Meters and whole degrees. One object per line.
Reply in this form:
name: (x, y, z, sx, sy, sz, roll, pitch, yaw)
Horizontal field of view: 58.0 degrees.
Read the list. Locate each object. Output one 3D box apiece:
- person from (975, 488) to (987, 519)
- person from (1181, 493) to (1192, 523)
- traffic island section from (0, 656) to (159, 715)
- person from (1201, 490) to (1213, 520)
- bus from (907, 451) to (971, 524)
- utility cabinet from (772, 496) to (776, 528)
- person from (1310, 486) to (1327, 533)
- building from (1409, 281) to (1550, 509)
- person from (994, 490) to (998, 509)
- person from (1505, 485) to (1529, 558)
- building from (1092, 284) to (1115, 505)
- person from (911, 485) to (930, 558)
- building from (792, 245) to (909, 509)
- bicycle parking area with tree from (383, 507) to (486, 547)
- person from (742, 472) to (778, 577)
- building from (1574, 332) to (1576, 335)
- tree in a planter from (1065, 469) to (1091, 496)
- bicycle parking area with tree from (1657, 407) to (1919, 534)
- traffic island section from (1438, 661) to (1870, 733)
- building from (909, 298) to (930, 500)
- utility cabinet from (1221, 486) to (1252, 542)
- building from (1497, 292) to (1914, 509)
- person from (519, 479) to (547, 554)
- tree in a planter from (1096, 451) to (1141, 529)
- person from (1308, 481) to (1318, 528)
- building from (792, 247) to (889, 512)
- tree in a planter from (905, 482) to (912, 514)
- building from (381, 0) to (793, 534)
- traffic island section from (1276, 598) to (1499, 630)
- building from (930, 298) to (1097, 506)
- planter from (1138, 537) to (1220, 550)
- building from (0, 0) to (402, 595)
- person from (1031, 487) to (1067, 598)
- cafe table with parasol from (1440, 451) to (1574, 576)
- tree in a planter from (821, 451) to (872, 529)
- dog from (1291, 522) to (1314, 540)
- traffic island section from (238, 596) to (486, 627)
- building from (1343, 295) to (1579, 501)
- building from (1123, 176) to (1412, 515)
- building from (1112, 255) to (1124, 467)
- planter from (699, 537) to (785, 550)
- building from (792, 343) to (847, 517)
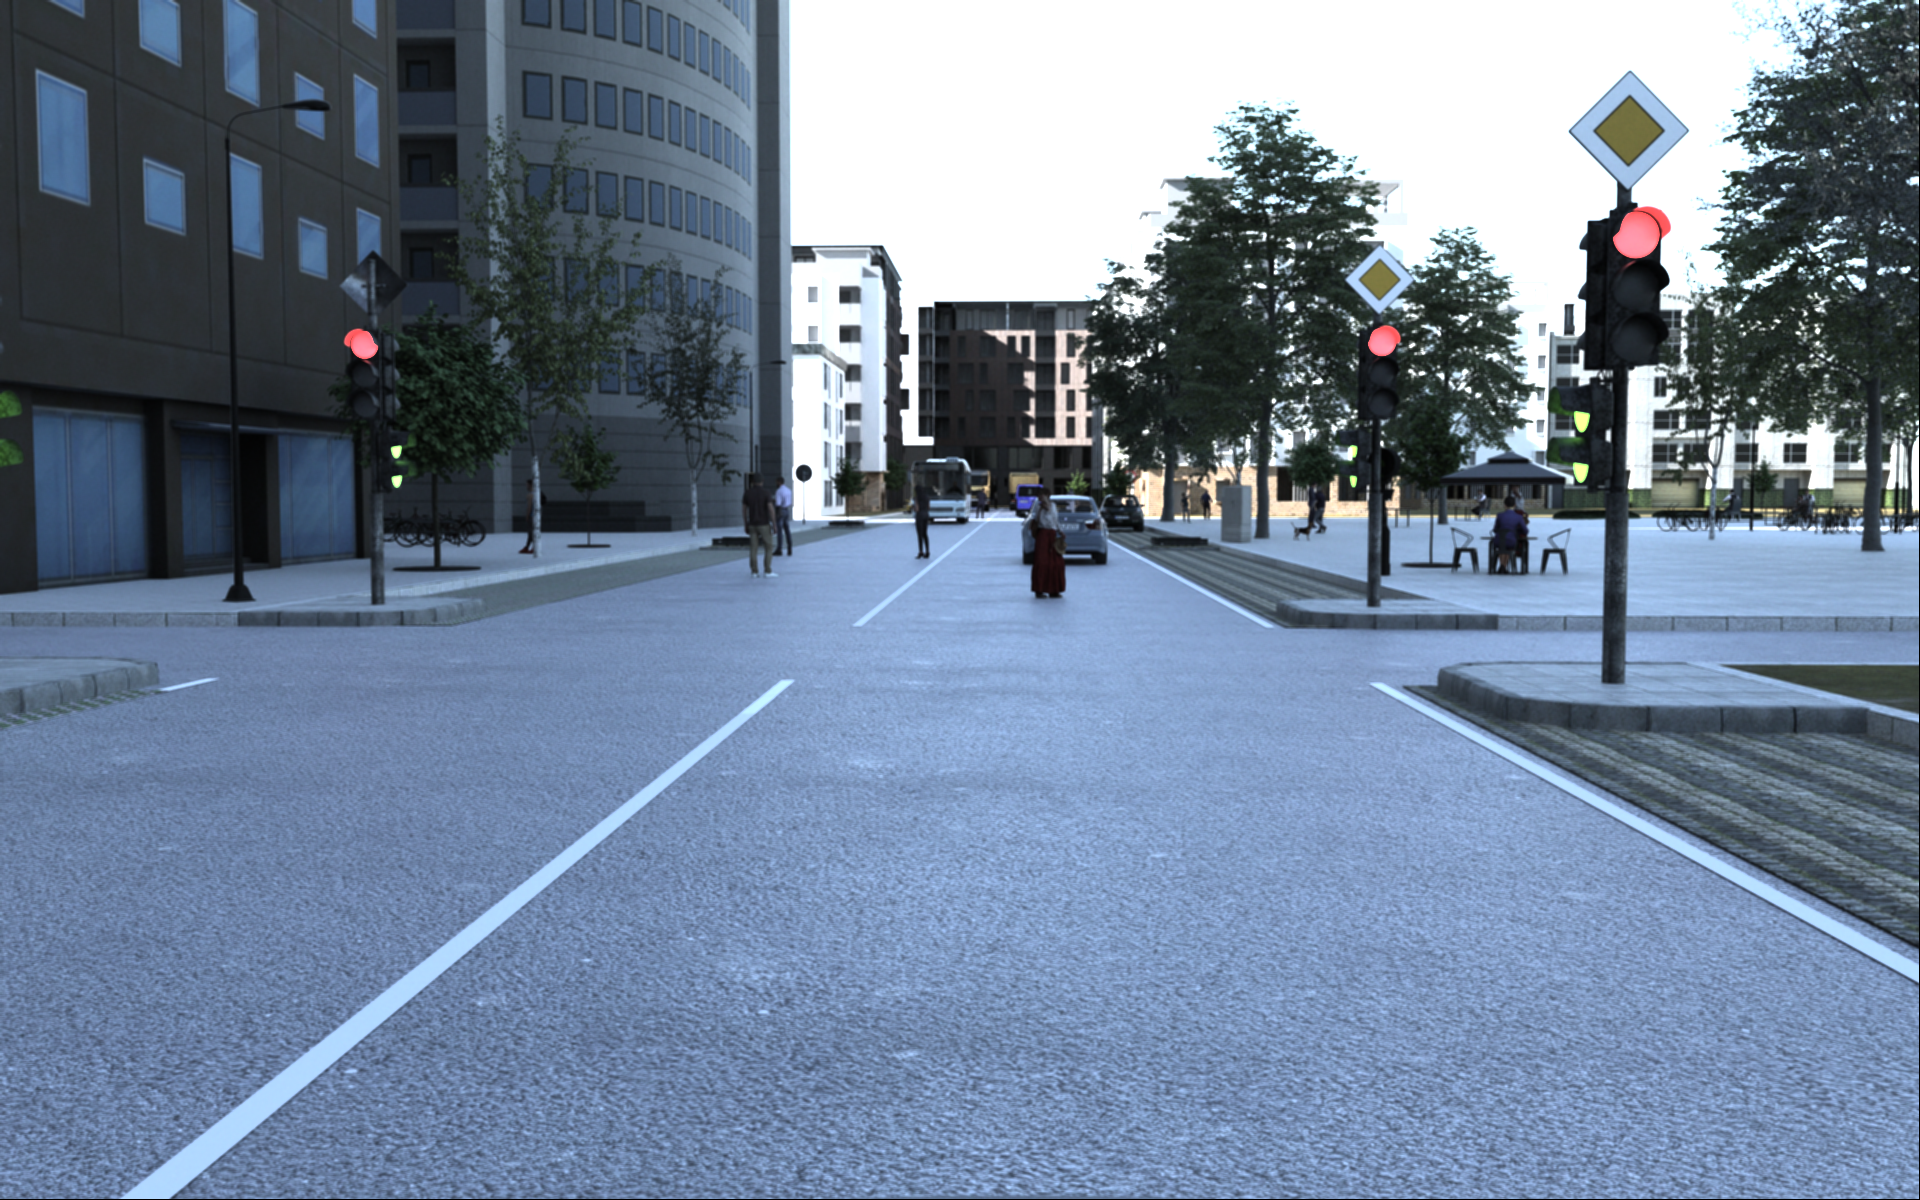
person: (1.218, -5.561, 99.870, 0.683, 1.767, 0.568, 0, 4, 5)
person: (10.055, -4.092, 76.853, 0.435, 1.345, 0.340, -2, 4, -30)
traffic island section: (-7.070, 0.618, 12.184, 2.009, 0.180, 2.903, 0, 4, 2)
person: (12.503, -4.803, 87.262, 0.600, 1.496, 0.574, -3, 4, -38)
bus: (-0.853, -5.634, 86.972, 2.948, 3.499, 13.247, 0, 4, 1)
utility cabinet: (-6.852, -3.342, 65.806, 0.306, 1.237, 1.020, 1, 4, 12)
person: (11.745, -2.956, 56.575, 0.569, 1.553, 0.471, -1, 4, -15)
building: (46.536, -18.589, 160.357, 11.380, 20.091, 16.016, 0, 4, 2)
person: (3.490, -9.666, 166.552, 0.705, 1.823, 1.348, 0, 4, -4)
person: (11.264, -1.623, 35.039, 0.523, 1.526, 0.387, -3, 5, -43)
building: (20.805, -17.583, 153.935, 16.747, 18.905, 31.486, 0, 4, 2)
person: (-0.876, -1.751, 38.598, 0.415, 1.643, 0.593, 0, 4, 4)
building: (-22.089, -19.119, 156.565, 32.646, 21.610, 27.936, 0, 4, 2)
bicycle parking area with tree: (-16.418, -3.517, 44.512, 9.016, 4.147, 8.231, 0, 4, -6)
person: (-3.432, -1.298, 29.845, 0.598, 1.807, 0.434, 2, 4, 27)
building: (69.331, -20.144, 185.772, 11.380, 20.091, 16.016, 0, 4, 2)
tree in a planter: (8.317, -7.632, 122.002, 1.991, 3.239, 1.994, 0, 4, 2)
bicycle parking area with tree: (29.236, -4.401, 58.954, 9.016, 4.147, 8.231, -1, 4, -19)
traffic island section: (4.464, 0.642, 11.778, 2.009, 0.180, 2.903, 0, 4, 2)
building: (-18.614, -21.466, 194.941, 32.646, 21.610, 27.936, 0, 4, 2)
utility cabinet: (7.317, -2.280, 45.950, 0.318, 1.500, 1.173, -1, 4, -18)
building: (67.975, -17.965, 160.187, 31.486, 18.905, 16.747, 0, 4, 2)
person: (-9.237, -1.802, 37.374, 0.662, 1.594, 0.647, 0, 4, 0)
tree in a planter: (6.552, -4.547, 71.573, 1.991, 3.239, 1.994, 0, 4, 2)
person: (13.453, -3.614, 65.577, 0.568, 1.767, 0.683, 1, 4, 12)
building: (-13.513, -16.802, 131.132, 16.016, 20.091, 11.380, 0, 4, 2)
tree in a planter: (-2.880, -7.670, 122.619, 1.991, 3.239, 1.994, 0, 4, 2)
building: (-19.015, -32.183, 68.193, 21.231, 58.520, 28.212, 0, 4, 2)
traffic island section: (4.743, 0.154, 19.758, 2.009, 0.180, 2.903, 0, 4, 2)
building: (13.991, -21.359, 193.201, 32.646, 21.610, 27.936, 0, 4, 2)
planter: (5.614, -1.443, 44.735, 1.991, 0.319, 1.994, 0, 4, 2)
building: (-18.534, -23.078, 27.430, 14.600, 45.320, 14.200, 0, 4, 2)
person: (1.209, -0.788, 23.857, 0.523, 1.526, 0.387, -2, 4, -35)
cafe table with parasol: (8.840, -1.406, 27.861, 2.610, 1.966, 2.610, -1, 4, -9)
tree in a planter: (-4.664, -4.558, 71.745, 1.991, 3.239, 1.994, 0, 4, 2)
dog: (9.574, -1.930, 48.378, 0.540, 0.507, 0.406, -1, 4, -15)
traffic island section: (-6.792, 0.129, 20.164, 2.009, 0.180, 2.903, 0, 4, 2)
building: (47.527, -21.291, 192.088, 32.646, 21.610, 27.936, 0, 4, 2)
building: (18.811, -15.444, 108.922, 16.016, 20.091, 11.380, 0, 4, 2)
building: (18.761, -16.174, 120.868, 16.016, 20.091, 11.380, 0, 4, 2)
planter: (-5.598, -1.454, 44.907, 1.991, 0.319, 1.994, 0, 4, 2)
building: (-11.738, -10.299, 110.539, 9.099, 9.664, 28.070, 0, 4, 2)
